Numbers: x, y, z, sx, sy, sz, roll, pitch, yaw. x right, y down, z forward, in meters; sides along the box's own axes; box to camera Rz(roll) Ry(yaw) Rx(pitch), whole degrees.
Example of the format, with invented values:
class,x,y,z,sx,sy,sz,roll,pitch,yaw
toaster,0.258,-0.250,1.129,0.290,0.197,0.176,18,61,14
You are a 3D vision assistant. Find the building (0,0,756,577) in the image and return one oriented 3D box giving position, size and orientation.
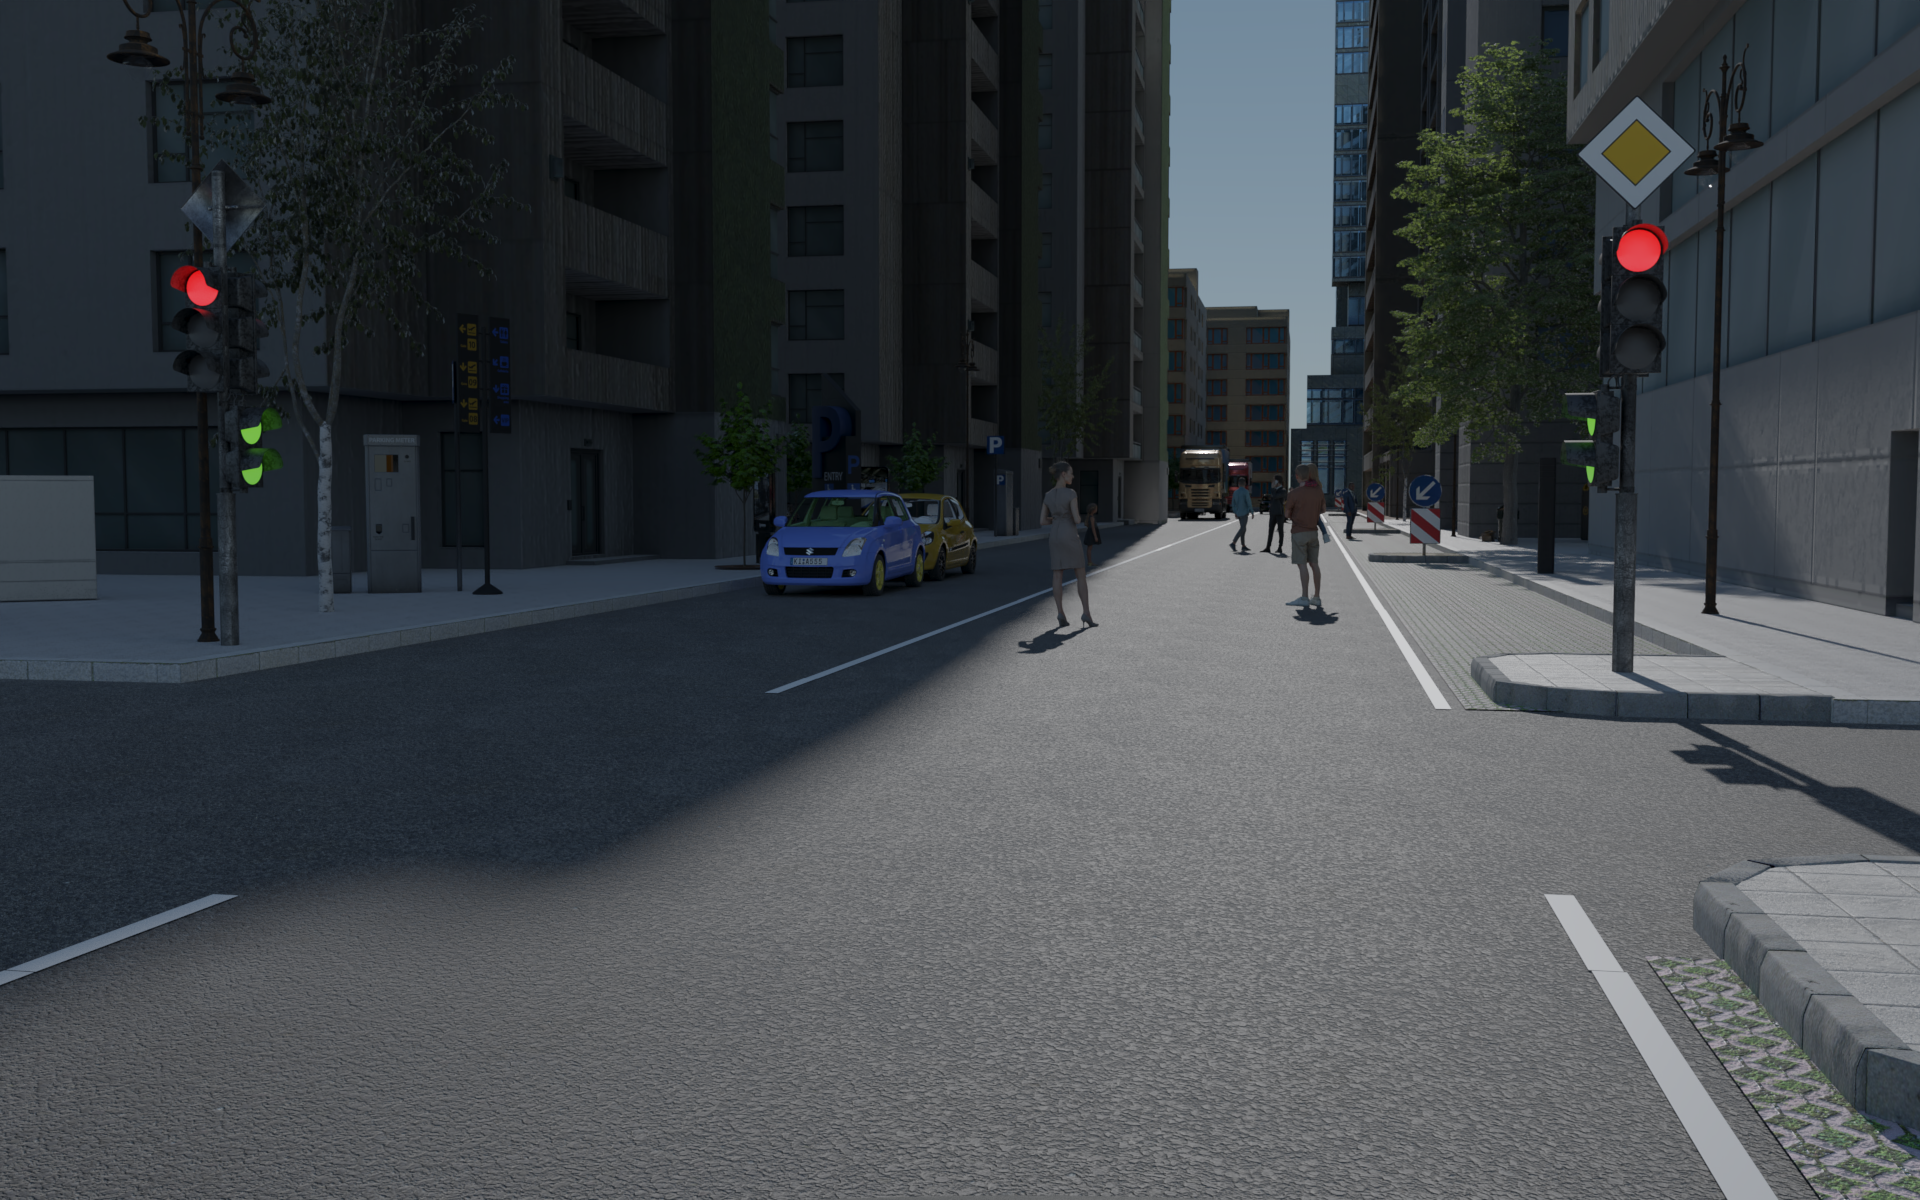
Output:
class,x,y,z,sx,sy,sz,roll,pitch,yaw
building,-12.099,-15.947,32.441,14.160,30.474,14.107,1,4,11

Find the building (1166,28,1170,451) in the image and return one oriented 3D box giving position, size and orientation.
class,x,y,z,sx,sy,sz,roll,pitch,yaw
building,7.411,-28.957,123.564,14.600,45.320,14.200,1,4,11

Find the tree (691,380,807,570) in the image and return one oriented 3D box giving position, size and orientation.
class,x,y,z,sx,sy,sz,roll,pitch,yaw
tree,-3.829,-2.144,29.649,1.663,3.219,1.824,0,3,0

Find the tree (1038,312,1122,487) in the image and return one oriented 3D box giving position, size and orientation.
class,x,y,z,sx,sy,sz,roll,pitch,yaw
tree,4.321,-7.386,71.131,4.737,8.622,4.395,0,3,0

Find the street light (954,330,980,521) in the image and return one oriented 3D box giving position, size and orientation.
class,x,y,z,sx,sy,sz,roll,pitch,yaw
street light,0.209,-4.653,48.858,0.468,5.910,1.993,1,4,11

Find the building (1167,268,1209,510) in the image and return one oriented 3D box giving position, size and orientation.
class,x,y,z,sx,sy,sz,roll,pitch,yaw
building,6.239,-18.784,152.153,28.899,21.520,27.650,1,4,11

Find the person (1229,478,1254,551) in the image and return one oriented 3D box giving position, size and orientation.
class,x,y,z,sx,sy,sz,roll,pitch,yaw
person,7.047,-2.158,43.641,0.748,1.841,0.638,-1,4,-23

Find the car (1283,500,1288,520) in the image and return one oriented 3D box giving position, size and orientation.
class,x,y,z,sx,sy,sz,roll,pitch,yaw
car,18.935,-5.285,96.634,2.015,1.641,3.980,1,4,13

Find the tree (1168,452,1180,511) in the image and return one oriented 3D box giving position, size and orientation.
class,x,y,z,sx,sy,sz,roll,pitch,yaw
tree,16.357,-9.129,132.979,4.285,4.588,4.351,0,3,0

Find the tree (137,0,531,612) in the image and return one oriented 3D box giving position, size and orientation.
class,x,y,z,sx,sy,sz,roll,pitch,yaw
tree,-6.875,-4.188,18.839,4.360,8.622,3.978,0,3,0

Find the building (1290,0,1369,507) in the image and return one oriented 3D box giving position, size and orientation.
class,x,y,z,sx,sy,sz,roll,pitch,yaw
building,49.802,-52.766,175.395,31.000,86.520,22.319,1,4,11

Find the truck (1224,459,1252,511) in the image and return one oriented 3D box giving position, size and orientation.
class,x,y,z,sx,sy,sz,roll,pitch,yaw
truck,22.445,-9.312,141.169,2.839,4.237,11.283,1,4,11

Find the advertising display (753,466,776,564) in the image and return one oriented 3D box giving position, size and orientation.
class,x,y,z,sx,sy,sz,roll,pitch,yaw
advertising display,-3.578,-1.619,31.681,0.123,1.923,0.974,-2,4,-24

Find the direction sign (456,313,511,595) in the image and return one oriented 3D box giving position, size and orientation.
class,x,y,z,sx,sy,sz,roll,pitch,yaw
direction sign,-6.053,-1.840,22.086,0.379,3.537,0.876,2,4,32

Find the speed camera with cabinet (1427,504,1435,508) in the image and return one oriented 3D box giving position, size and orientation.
class,x,y,z,sx,sy,sz,roll,pitch,yaw
speed camera with cabinet,23.577,-5.470,83.766,2.038,3.252,0.660,0,4,4

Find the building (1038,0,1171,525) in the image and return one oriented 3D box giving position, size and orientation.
class,x,y,z,sx,sy,sz,roll,pitch,yaw
building,2.289,-24.315,81.149,14.154,41.232,14.086,1,4,11

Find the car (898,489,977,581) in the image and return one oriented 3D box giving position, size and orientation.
class,x,y,z,sx,sy,sz,roll,pitch,yaw
car,-0.855,-1.200,29.844,2.015,1.641,3.980,1,4,12

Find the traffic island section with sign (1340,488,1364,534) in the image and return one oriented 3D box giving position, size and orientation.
class,x,y,z,sx,sy,sz,roll,pitch,yaw
traffic island section with sign,14.996,-3.330,63.077,1.989,1.847,2.006,1,4,11

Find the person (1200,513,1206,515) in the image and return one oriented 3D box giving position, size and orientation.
class,x,y,z,sx,sy,sz,roll,pitch,yaw
person,16.485,-6.667,117.959,0.568,1.767,0.683,-3,4,-36

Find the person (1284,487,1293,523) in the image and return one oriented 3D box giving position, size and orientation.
class,x,y,z,sx,sy,sz,roll,pitch,yaw
person,16.498,-4.720,86.077,0.834,1.777,0.661,2,4,25

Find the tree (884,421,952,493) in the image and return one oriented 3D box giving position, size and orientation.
class,x,y,z,sx,sy,sz,roll,pitch,yaw
tree,-1.275,-3.155,46.194,1.663,3.219,1.824,0,3,0

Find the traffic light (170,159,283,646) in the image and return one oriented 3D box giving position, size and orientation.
class,x,y,z,sx,sy,sz,roll,pitch,yaw
traffic light,-6.179,-1.569,14.575,0.839,4.253,0.868,1,4,11

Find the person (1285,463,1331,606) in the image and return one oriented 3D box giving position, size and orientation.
class,x,y,z,sx,sy,sz,roll,pitch,yaw
person,4.488,-0.849,22.356,0.573,1.828,0.580,1,4,17

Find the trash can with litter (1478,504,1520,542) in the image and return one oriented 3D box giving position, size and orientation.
class,x,y,z,sx,sy,sz,roll,pitch,yaw
trash can with litter,14.428,-2.141,46.396,1.055,1.170,0.624,2,4,34

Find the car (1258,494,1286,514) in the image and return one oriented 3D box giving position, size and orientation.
class,x,y,z,sx,sy,sz,roll,pitch,yaw
car,22.301,-6.976,123.848,2.009,1.686,4.222,1,4,10

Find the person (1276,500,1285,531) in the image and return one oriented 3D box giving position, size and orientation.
class,x,y,z,sx,sy,sz,roll,pitch,yaw
person,12.383,-3.601,67.712,0.374,1.781,0.599,-2,4,-35

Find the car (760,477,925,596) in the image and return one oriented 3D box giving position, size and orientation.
class,x,y,z,sx,sy,sz,roll,pitch,yaw
car,-1.692,-0.977,25.559,1.945,1.707,3.694,1,4,12

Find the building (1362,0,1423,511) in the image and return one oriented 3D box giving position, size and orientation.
class,x,y,z,sx,sy,sz,roll,pitch,yaw
building,39.062,-30.256,118.386,21.300,48.544,21.600,1,4,11

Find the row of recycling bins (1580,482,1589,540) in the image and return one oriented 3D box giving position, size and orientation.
class,x,y,z,sx,sy,sz,roll,pitch,yaw
row of recycling bins,17.394,-2.423,46.730,1.069,1.692,3.534,1,4,15

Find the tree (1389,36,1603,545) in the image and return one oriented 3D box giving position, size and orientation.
class,x,y,z,sx,sy,sz,roll,pitch,yaw
tree,14.320,-7.678,43.663,7.486,12.596,7.792,0,3,0

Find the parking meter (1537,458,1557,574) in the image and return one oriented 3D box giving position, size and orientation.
class,x,y,z,sx,sy,sz,roll,pitch,yaw
parking meter,9.477,-1.362,27.972,0.255,1.863,0.399,1,4,17

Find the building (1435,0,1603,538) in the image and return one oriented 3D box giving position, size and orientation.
class,x,y,z,sx,sy,sz,roll,pitch,yaw
building,27.981,-31.725,60.704,21.231,58.520,28.212,1,4,11

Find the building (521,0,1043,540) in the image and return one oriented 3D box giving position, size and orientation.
class,x,y,z,sx,sy,sz,roll,pitch,yaw
building,-5.154,-17.578,59.096,14.160,30.474,14.107,1,4,11

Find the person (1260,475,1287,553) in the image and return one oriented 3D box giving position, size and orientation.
class,x,y,z,sx,sy,sz,roll,pitch,yaw
person,7.689,-2.108,42.328,0.474,1.900,0.648,-2,4,-27

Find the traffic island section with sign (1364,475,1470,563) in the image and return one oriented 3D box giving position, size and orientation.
class,x,y,z,sx,sy,sz,roll,pitch,yaw
traffic island section with sign,9.680,-1.714,36.649,1.989,1.847,2.006,1,4,11

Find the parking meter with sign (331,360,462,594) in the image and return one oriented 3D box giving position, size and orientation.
class,x,y,z,sx,sy,sz,roll,pitch,yaw
parking meter with sign,-7.388,-1.606,22.518,1.738,3.016,0.543,-1,4,-18

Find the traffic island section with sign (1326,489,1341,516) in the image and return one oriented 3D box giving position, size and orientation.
class,x,y,z,sx,sy,sz,roll,pitch,yaw
traffic island section with sign,24.894,-6.339,112.264,1.989,1.847,2.006,1,4,11

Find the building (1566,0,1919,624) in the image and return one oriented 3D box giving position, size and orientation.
class,x,y,z,sx,sy,sz,roll,pitch,yaw
building,22.845,-26.335,19.817,27.495,52.752,28.713,1,4,11

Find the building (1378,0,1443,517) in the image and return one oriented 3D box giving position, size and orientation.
class,x,y,z,sx,sy,sz,roll,pitch,yaw
building,34.813,-40.275,96.754,20.563,71.187,20.611,1,4,11

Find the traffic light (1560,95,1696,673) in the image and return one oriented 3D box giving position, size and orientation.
class,x,y,z,sx,sy,sz,roll,pitch,yaw
traffic light,4.767,-1.436,12.397,0.839,4.253,0.868,1,4,11

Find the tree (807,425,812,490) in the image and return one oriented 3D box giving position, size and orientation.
class,x,y,z,sx,sy,sz,roll,pitch,yaw
tree,-3.786,-2.829,40.859,1.663,3.219,1.824,0,3,0

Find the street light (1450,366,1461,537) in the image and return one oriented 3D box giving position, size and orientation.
class,x,y,z,sx,sy,sz,roll,pitch,yaw
street light,14.867,-4.844,51.993,0.468,5.910,1.993,1,4,11

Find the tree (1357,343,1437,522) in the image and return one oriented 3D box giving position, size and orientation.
class,x,y,z,sx,sy,sz,roll,pitch,yaw
tree,20.719,-7.973,80.727,4.737,8.622,4.395,0,3,0

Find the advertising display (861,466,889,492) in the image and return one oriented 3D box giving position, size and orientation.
class,x,y,z,sx,sy,sz,roll,pitch,yaw
advertising display,-2.130,-2.147,40.315,0.974,1.923,0.123,0,4,6

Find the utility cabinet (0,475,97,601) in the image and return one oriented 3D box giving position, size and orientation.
class,x,y,z,sx,sy,sz,roll,pitch,yaw
utility cabinet,-11.009,-0.738,20.738,1.173,1.500,0.318,-2,4,-27

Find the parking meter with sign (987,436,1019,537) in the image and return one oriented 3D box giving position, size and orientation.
class,x,y,z,sx,sy,sz,roll,pitch,yaw
parking meter with sign,1.352,-3.457,52.780,0.543,3.016,1.738,1,4,19

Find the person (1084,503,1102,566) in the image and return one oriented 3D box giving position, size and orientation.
class,x,y,z,sx,sy,sz,roll,pitch,yaw
person,2.638,-1.296,34.367,0.373,1.253,0.362,0,4,0

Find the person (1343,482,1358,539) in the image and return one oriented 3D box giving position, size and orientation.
class,x,y,z,sx,sy,sz,roll,pitch,yaw
person,12.386,-2.832,54.983,0.419,1.800,0.721,3,4,38

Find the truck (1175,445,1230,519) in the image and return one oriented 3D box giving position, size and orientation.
class,x,y,z,sx,sy,sz,roll,pitch,yaw
truck,14.285,-6.869,101.229,2.839,4.237,11.283,1,4,11

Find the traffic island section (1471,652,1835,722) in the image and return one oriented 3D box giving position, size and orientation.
class,x,y,z,sx,sy,sz,roll,pitch,yaw
traffic island section,4.805,0.598,12.503,2.009,0.180,2.903,1,4,11

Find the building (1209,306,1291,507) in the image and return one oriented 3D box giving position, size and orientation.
class,x,y,z,sx,sy,sz,roll,pitch,yaw
building,20.352,-20.784,184.854,28.899,21.520,27.650,1,4,11

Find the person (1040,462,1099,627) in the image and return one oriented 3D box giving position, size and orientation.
class,x,y,z,sx,sy,sz,roll,pitch,yaw
person,1.183,-0.607,18.768,0.599,1.781,0.374,3,5,39

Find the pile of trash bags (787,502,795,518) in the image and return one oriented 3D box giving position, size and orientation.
class,x,y,z,sx,sy,sz,roll,pitch,yaw
pile of trash bags,-5.268,-2.238,46.343,3.447,1.369,1.912,-3,5,-41

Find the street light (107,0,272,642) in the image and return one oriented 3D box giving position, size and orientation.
class,x,y,z,sx,sy,sz,roll,pitch,yaw
street light,-6.542,-2.576,14.898,0.468,5.910,1.993,1,4,11

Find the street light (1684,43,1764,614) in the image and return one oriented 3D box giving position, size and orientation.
class,x,y,z,sx,sy,sz,roll,pitch,yaw
street light,8.044,-2.789,18.392,0.468,5.910,1.993,1,4,11

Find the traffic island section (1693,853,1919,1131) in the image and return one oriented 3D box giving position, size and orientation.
class,x,y,z,sx,sy,sz,roll,pitch,yaw
traffic island section,3.229,1.077,4.675,2.009,0.180,2.903,1,4,11

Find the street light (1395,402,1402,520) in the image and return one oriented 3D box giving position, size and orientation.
class,x,y,z,sx,sy,sz,roll,pitch,yaw
street light,21.581,-6.883,85.317,0.468,5.910,1.993,1,4,11

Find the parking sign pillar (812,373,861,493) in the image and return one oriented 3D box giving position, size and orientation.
class,x,y,z,sx,sy,sz,roll,pitch,yaw
parking sign pillar,-2.715,-3.032,38.051,1.447,3.967,1.447,-3,5,-39
